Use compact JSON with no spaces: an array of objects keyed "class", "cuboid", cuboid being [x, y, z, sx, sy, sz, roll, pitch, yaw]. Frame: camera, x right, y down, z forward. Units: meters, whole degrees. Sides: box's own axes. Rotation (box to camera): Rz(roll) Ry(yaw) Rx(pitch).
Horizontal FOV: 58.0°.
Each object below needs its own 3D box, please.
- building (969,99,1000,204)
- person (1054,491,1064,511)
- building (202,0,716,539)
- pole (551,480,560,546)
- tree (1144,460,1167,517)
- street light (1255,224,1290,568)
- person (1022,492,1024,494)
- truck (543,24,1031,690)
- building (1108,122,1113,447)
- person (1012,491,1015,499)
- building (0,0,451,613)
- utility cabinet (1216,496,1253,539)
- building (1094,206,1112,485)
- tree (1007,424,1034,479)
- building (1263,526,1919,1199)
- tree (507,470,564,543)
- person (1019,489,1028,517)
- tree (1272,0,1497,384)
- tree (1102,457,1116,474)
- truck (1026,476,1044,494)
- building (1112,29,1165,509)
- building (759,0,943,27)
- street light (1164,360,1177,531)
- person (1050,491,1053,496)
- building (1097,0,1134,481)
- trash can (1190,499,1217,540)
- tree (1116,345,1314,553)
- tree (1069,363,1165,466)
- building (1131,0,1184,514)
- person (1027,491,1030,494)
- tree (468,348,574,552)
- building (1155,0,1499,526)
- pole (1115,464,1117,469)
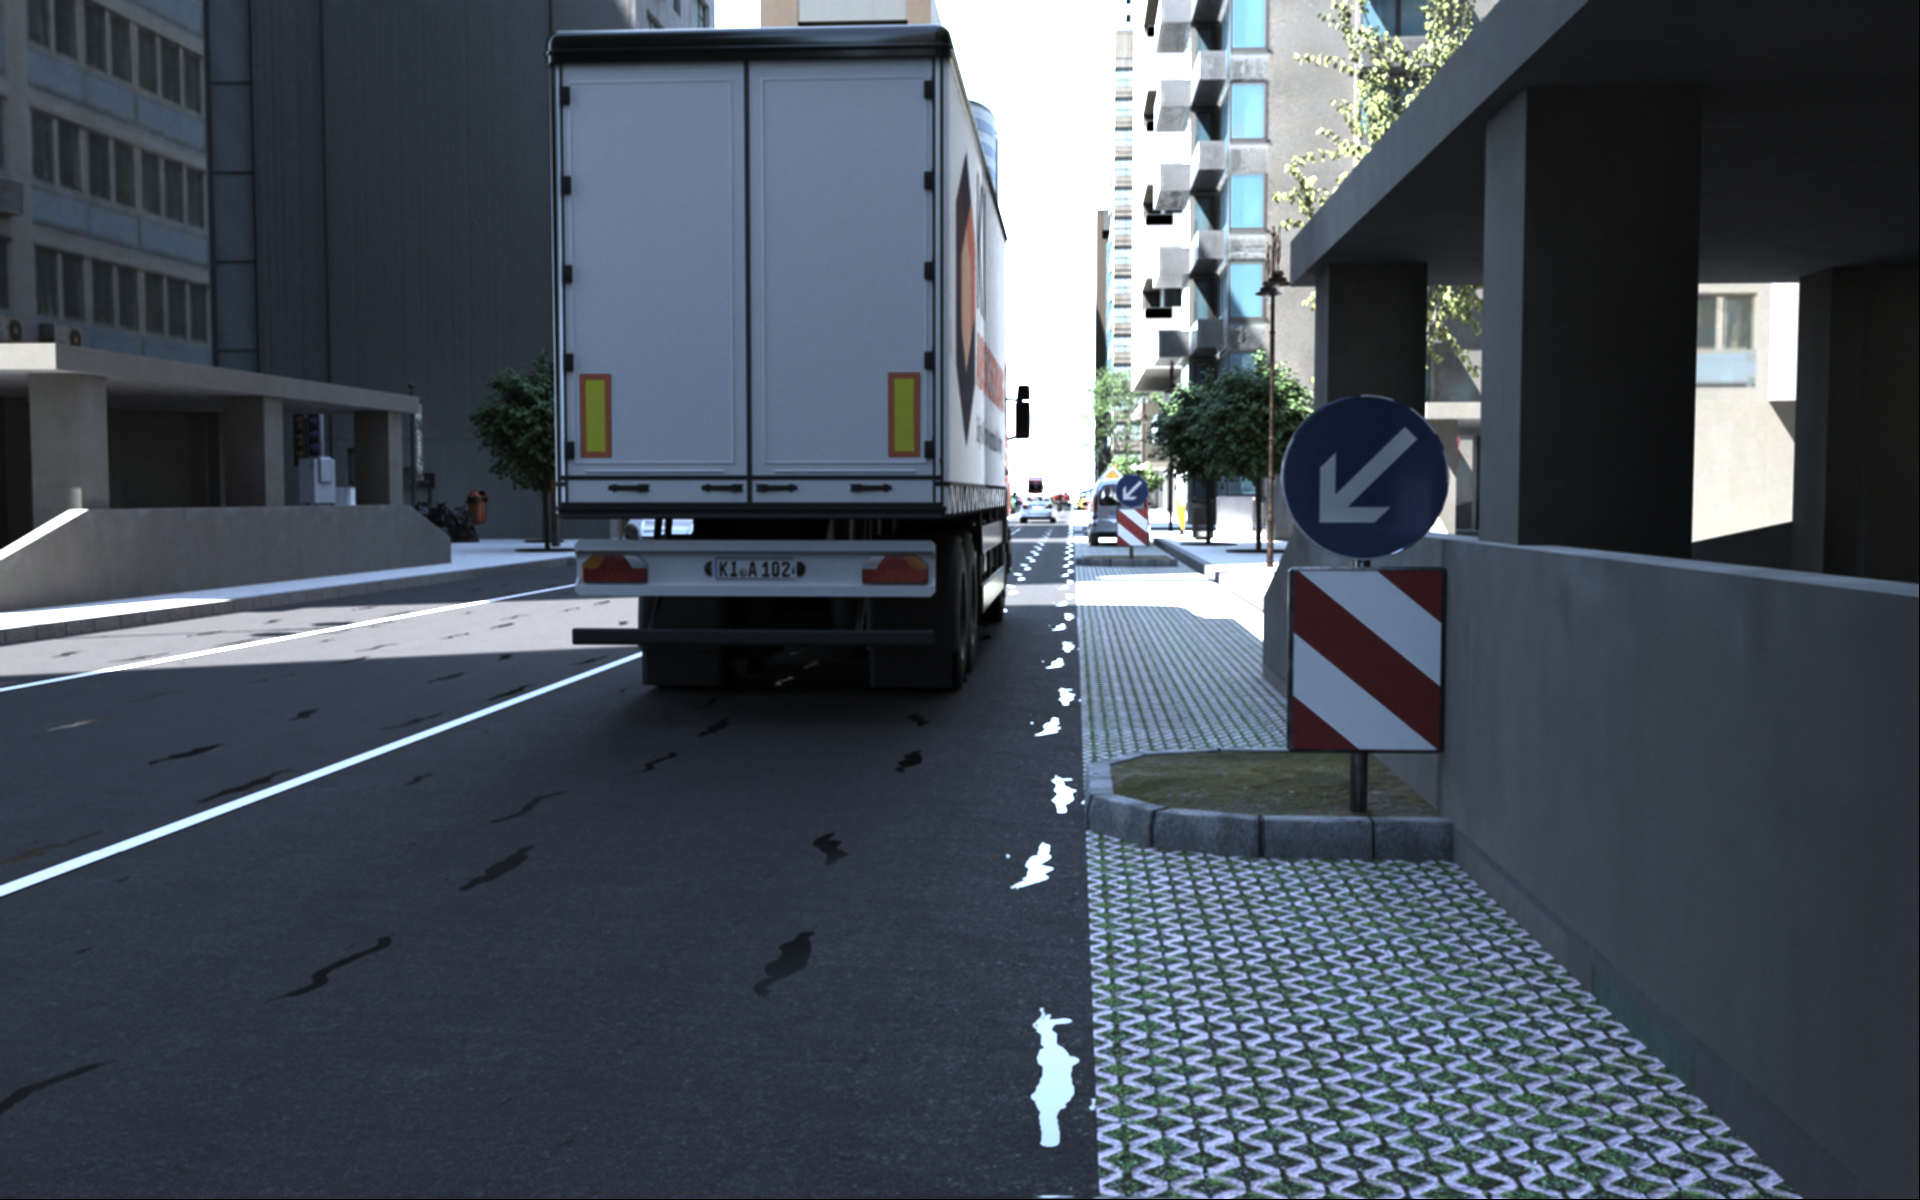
[{"class":"building","cuboid":[-5.358,-43.615,255.098,21.231,58.520,28.212,0,4,4]},{"class":"person","cuboid":[8.387,-8.376,146.271,0.721,1.723,1.217,-3,5,-41]},{"class":"building","cuboid":[-15.455,-22.722,55.093,14.086,41.232,14.154,0,4,4]},{"class":"pole","cuboid":[-9.918,-2.969,42.389,0.158,3.312,0.155,0,3,0]},{"class":"tree","cuboid":[10.607,-6.303,97.658,1.663,3.219,1.824,0,3,0]},{"class":"street light","cuboid":[5.401,-3.499,30.001,0.468,5.910,1.993,0,4,4]},{"class":"person","cuboid":[8.358,-13.391,228.155,1.217,1.736,0.721,3,4,36]},{"class":"truck","cuboid":[-0.895,-1.659,16.032,2.839,4.237,11.283,0,4,4]},{"class":"building","cuboid":[28.664,-35.625,202.083,23.786,49.044,30.456,0,4,4]},{"class":"person","cuboid":[6.393,-12.269,209.104,0.705,1.824,1.348,-2,4,-26]},{"class":"building","cuboid":[-26.016,-20.387,25.211,32.217,40.220,23.993,0,4,4]},{"class":"utility cabinet","cuboid":[7.923,-2.373,49.961,1.020,1.237,0.306,0,4,-1]},{"class":"building","cuboid":[27.536,-37.542,263.914,14.600,45.320,14.200,0,4,4]},{"class":"tree","cuboid":[7.723,-23.896,301.061,12.009,13.543,11.850,0,3,0]},{"class":"building","cuboid":[17.977,-19.107,4.284,32.217,40.220,23.993,0,4,4]},{"class":"tree","cuboid":[-11.154,-3.163,46.321,1.663,3.219,1.824,0,3,0]},{"class":"person","cuboid":[3.800,-5.607,100.927,0.760,1.731,0.466,1,4,14]},{"class":"tree","cuboid":[5.945,-4.425,22.719,4.737,8.622,4.395,0,3,0]},{"class":"tree","cuboid":[6.230,-3.675,43.800,4.285,4.588,4.351,0,3,0]},{"class":"truck","cuboid":[12.151,-17.686,278.075,2.839,4.237,11.283,0,4,4]},{"class":"building","cuboid":[20.727,-28.892,155.981,14.154,41.232,14.086,0,4,4]},{"class":"building","cuboid":[-8.842,-30.630,150.910,14.600,45.320,14.200,0,4,4]},{"class":"street light","cuboid":[7.273,-5.312,59.643,0.468,5.910,1.993,0,4,4]},{"class":"person","cuboid":[9.299,-10.334,178.249,0.721,1.735,1.217,-1,4,-16]},{"class":"building","cuboid":[30.541,-56.709,239.855,22.319,86.520,31.000,0,4,4]},{"class":"trash can","cuboid":[6.781,-2.241,48.301,0.748,1.137,0.748,0,3,0]},{"class":"tree","cuboid":[6.579,-3.345,38.398,4.285,4.588,4.351,0,3,0]},{"class":"tree","cuboid":[12.364,-12.861,136.026,9.928,11.665,9.643,0,3,0]},{"class":"building","cuboid":[24.943,-31.871,110.333,28.713,52.752,27.495,0,4,4]},{"class":"person","cuboid":[9.560,-14.337,242.535,1.348,1.869,0.705,2,4,26]},{"class":"tree","cuboid":[-9.372,-3.389,39.123,4.285,4.588,4.351,0,3,0]},{"class":"building","cuboid":[23.884,-27.910,75.938,30.456,49.044,23.786,0,4,4]},{"class":"pole","cuboid":[10.461,-7.486,116.239,0.158,3.312,0.155,0,3,0]}]
